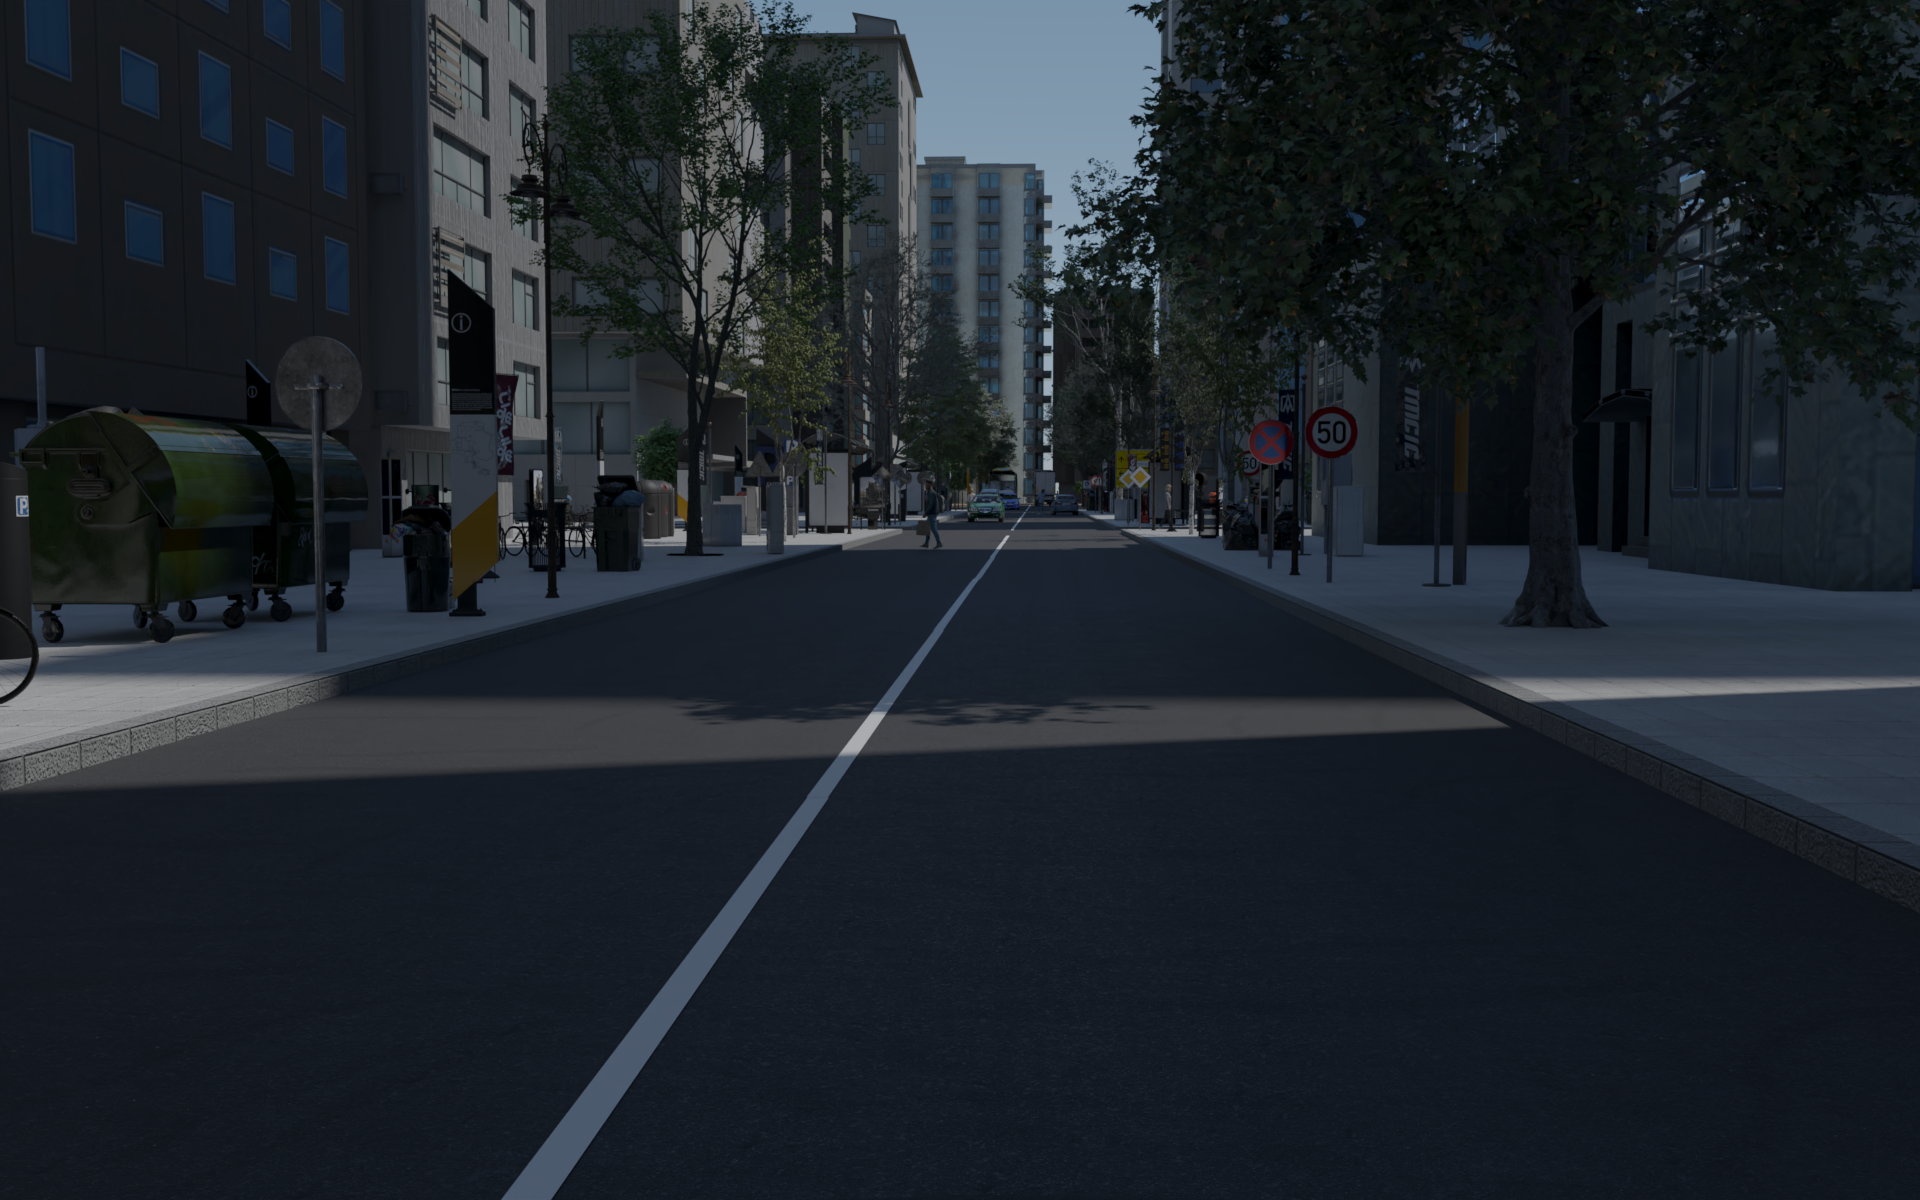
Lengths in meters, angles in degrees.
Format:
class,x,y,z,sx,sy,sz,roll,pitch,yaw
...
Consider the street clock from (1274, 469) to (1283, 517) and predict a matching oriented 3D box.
class,x,y,z,sx,sy,sz,roll,pitch,yaw
street clock,9.277,-2.845,51.094,0.471,2.002,0.358,-1,4,-15

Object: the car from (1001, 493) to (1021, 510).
class,x,y,z,sx,sy,sz,roll,pitch,yaw
car,4.554,-9.037,157.349,1.945,1.707,3.694,0,4,1

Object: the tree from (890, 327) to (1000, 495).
class,x,y,z,sx,sy,sz,roll,pitch,yaw
tree,-1.208,-12.105,116.046,7.486,12.596,7.792,0,3,0

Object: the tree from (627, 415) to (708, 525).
class,x,y,z,sx,sy,sz,roll,pitch,yaw
tree,-12.287,-5.420,72.326,4.285,4.588,4.351,0,3,0

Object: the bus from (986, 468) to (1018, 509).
class,x,y,z,sx,sy,sz,roll,pitch,yaw
bus,4.140,-10.635,165.435,2.896,3.916,12.252,0,4,3

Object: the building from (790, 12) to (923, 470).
class,x,y,z,sx,sy,sz,roll,pitch,yaw
building,-18.855,-37.324,199.487,27.495,52.752,28.713,0,4,3

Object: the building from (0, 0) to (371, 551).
class,x,y,z,sx,sy,sz,roll,pitch,yaw
building,-20.506,-23.303,31.109,14.600,45.320,14.200,0,4,3

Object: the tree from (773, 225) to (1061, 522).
class,x,y,z,sx,sy,sz,roll,pitch,yaw
tree,-3.277,-10.280,78.448,12.009,13.543,11.850,0,3,0

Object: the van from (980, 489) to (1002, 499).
class,x,y,z,sx,sy,sz,roll,pitch,yaw
van,2.225,-7.573,130.823,2.013,2.044,4.112,0,4,4

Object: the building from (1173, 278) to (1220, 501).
class,x,y,z,sx,sy,sz,roll,pitch,yaw
building,25.595,-23.223,151.399,14.160,30.474,14.107,0,4,3

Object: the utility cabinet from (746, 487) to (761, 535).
class,x,y,z,sx,sy,sz,roll,pitch,yaw
utility cabinet,-6.481,-2.793,54.337,0.318,1.500,1.173,0,4,1

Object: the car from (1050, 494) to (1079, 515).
class,x,y,z,sx,sy,sz,roll,pitch,yaw
car,7.144,-6.498,118.247,2.014,1.417,4.499,0,4,1

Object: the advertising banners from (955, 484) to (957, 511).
class,x,y,z,sx,sy,sz,roll,pitch,yaw
advertising banners,-0.299,-8.185,130.014,0.090,3.025,2.074,0,4,1

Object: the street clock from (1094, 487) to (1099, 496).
class,x,y,z,sx,sy,sz,roll,pitch,yaw
street clock,11.359,-8.538,144.167,0.358,2.002,0.471,-2,4,-31

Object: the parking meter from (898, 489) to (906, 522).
class,x,y,z,sx,sy,sz,roll,pitch,yaw
parking meter,-2.708,-4.421,80.701,0.372,1.533,0.369,0,3,0

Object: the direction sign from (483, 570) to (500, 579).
class,x,y,z,sx,sy,sz,roll,pitch,yaw
direction sign,-7.210,-2.098,26.303,0.379,3.537,0.876,0,4,4

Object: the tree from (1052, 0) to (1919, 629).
class,x,y,z,sx,sy,sz,roll,pitch,yaw
tree,5.685,-6.092,16.608,9.611,12.733,9.660,0,3,0

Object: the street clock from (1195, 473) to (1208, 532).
class,x,y,z,sx,sy,sz,roll,pitch,yaw
street clock,8.232,-3.345,59.260,0.358,2.002,0.471,-3,5,-43

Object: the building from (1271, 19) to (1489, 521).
class,x,y,z,sx,sy,sz,roll,pitch,yaw
building,23.169,-26.499,83.373,14.200,45.320,14.600,0,4,3

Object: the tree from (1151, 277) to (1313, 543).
class,x,y,z,sx,sy,sz,roll,pitch,yaw
tree,7.169,-5.792,45.056,4.737,8.622,4.395,0,3,0

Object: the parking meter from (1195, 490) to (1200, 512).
class,x,y,z,sx,sy,sz,roll,pitch,yaw
parking meter,15.866,-6.548,115.466,0.372,1.533,0.369,0,3,0

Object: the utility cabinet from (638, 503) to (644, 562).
class,x,y,z,sx,sy,sz,roll,pitch,yaw
utility cabinet,-6.209,-1.344,33.129,0.306,1.237,1.020,0,4,-8

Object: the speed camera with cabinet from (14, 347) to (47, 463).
class,x,y,z,sx,sy,sz,roll,pitch,yaw
speed camera with cabinet,-12.857,-1.746,22.880,2.038,3.252,0.660,-2,4,-33

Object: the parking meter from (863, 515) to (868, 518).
class,x,y,z,sx,sy,sz,roll,pitch,yaw
parking meter,-5.045,-5.202,93.462,0.372,1.533,0.369,0,3,0

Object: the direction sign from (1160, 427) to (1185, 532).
class,x,y,z,sx,sy,sz,roll,pitch,yaw
direction sign,7.216,-4.093,58.919,0.876,3.537,0.379,2,4,30

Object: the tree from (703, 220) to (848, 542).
class,x,y,z,sx,sy,sz,roll,pitch,yaw
tree,-4.800,-5.865,46.249,4.737,8.622,4.395,0,3,0

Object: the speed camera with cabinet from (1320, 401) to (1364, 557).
class,x,y,z,sx,sy,sz,roll,pitch,yaw
speed camera with cabinet,8.015,-2.567,36.302,0.660,3.252,2.038,0,4,2

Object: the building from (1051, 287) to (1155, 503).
class,x,y,z,sx,sy,sz,roll,pitch,yaw
building,19.932,-28.823,242.949,14.107,30.474,14.160,0,4,3

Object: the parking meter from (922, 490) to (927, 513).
class,x,y,z,sx,sy,sz,roll,pitch,yaw
parking meter,-2.702,-7.558,131.983,0.372,1.533,0.369,0,3,0

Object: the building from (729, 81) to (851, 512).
class,x,y,z,sx,sy,sz,roll,pitch,yaw
building,-15.494,-21.486,123.001,14.160,30.474,14.107,0,4,3

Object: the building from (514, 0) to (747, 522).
class,x,y,z,sx,sy,sz,roll,pitch,yaw
building,-25.357,-30.685,90.942,28.713,52.752,27.495,0,4,3

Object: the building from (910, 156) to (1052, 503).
class,x,y,z,sx,sy,sz,roll,pitch,yaw
building,-2.106,-38.449,248.250,30.456,49.044,23.786,0,4,3

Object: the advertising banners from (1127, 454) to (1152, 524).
class,x,y,z,sx,sy,sz,roll,pitch,yaw
advertising banners,8.095,-4.843,75.365,2.074,3.025,0.090,3,5,43

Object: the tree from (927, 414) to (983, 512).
class,x,y,z,sx,sy,sz,roll,pitch,yaw
tree,-0.632,-10.651,124.512,4.737,8.622,4.395,0,3,0

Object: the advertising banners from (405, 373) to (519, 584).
class,x,y,z,sx,sy,sz,roll,pitch,yaw
advertising banners,-7.014,-1.736,24.579,0.090,3.025,2.074,2,4,33

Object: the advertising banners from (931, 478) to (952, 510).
class,x,y,z,sx,sy,sz,roll,pitch,yaw
advertising banners,-1.489,-8.851,140.908,2.074,3.025,0.090,2,4,28

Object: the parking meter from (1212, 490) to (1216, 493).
class,x,y,z,sx,sy,sz,roll,pitch,yaw
parking meter,15.530,-5.935,105.444,0.372,1.533,0.369,0,3,0

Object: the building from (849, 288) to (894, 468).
class,x,y,z,sx,sy,sz,roll,pitch,yaw
building,-21.116,-19.306,160.686,27.650,21.520,28.899,0,4,3

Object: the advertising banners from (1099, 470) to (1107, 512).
class,x,y,z,sx,sy,sz,roll,pitch,yaw
advertising banners,10.465,-7.854,124.597,0.090,3.025,2.074,2,4,30

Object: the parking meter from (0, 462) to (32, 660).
class,x,y,z,sx,sy,sz,roll,pitch,yaw
parking meter,-7.462,-0.312,13.506,0.372,1.533,0.369,0,3,0

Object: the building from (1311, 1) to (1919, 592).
class,x,y,z,sx,sy,sz,roll,pitch,yaw
building,21.363,-44.191,35.200,22.319,86.520,31.000,0,4,3

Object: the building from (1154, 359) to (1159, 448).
class,x,y,z,sx,sy,sz,roll,pitch,yaw
building,41.674,-24.646,248.000,28.899,21.520,27.650,0,4,3

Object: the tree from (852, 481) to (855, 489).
class,x,y,z,sx,sy,sz,roll,pitch,yaw
tree,-7.170,-6.841,106.455,1.663,3.219,1.824,0,3,0

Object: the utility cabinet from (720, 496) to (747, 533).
class,x,y,z,sx,sy,sz,roll,pitch,yaw
utility cabinet,-7.348,-2.788,56.743,1.020,1.237,0.306,2,4,31

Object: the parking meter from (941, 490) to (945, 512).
class,x,y,z,sx,sy,sz,roll,pitch,yaw
parking meter,-1.249,-6.956,122.148,0.372,1.533,0.369,0,3,0

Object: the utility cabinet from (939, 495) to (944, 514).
class,x,y,z,sx,sy,sz,roll,pitch,yaw
utility cabinet,-1.374,-6.281,113.863,0.306,1.237,1.020,1,4,18

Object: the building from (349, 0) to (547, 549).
class,x,y,z,sx,sy,sz,roll,pitch,yaw
building,-19.106,-22.177,46.196,14.086,41.232,14.154,0,4,3

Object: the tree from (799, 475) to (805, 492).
class,x,y,z,sx,sy,sz,roll,pitch,yaw
tree,-7.844,-5.979,92.354,1.663,3.219,1.824,0,3,0

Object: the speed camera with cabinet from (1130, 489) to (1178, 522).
class,x,y,z,sx,sy,sz,roll,pitch,yaw
speed camera with cabinet,9.054,-5.244,80.078,2.038,3.252,0.660,0,4,-3

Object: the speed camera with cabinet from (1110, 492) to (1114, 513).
class,x,y,z,sx,sy,sz,roll,pitch,yaw
speed camera with cabinet,11.046,-7.403,115.379,2.038,3.252,0.660,0,4,-4

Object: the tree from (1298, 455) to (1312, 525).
class,x,y,z,sx,sy,sz,roll,pitch,yaw
tree,14.983,-4.727,71.883,1.663,3.219,1.824,0,3,0

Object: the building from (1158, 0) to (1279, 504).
class,x,y,z,sx,sy,sz,roll,pitch,yaw
building,30.387,-38.535,172.052,21.231,58.520,28.212,0,4,3

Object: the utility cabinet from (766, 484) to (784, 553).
class,x,y,z,sx,sy,sz,roll,pitch,yaw
utility cabinet,-4.003,-1.754,37.357,0.318,1.500,1.173,-1,4,-10

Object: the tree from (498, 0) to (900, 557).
class,x,y,z,sx,sy,sz,roll,pitch,yaw
tree,-5.357,-6.725,35.702,9.928,11.665,9.643,0,3,0

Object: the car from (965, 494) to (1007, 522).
class,x,y,z,sx,sy,sz,roll,pitch,yaw
car,1.368,-4.771,89.800,2.131,1.459,4.920,0,4,3
